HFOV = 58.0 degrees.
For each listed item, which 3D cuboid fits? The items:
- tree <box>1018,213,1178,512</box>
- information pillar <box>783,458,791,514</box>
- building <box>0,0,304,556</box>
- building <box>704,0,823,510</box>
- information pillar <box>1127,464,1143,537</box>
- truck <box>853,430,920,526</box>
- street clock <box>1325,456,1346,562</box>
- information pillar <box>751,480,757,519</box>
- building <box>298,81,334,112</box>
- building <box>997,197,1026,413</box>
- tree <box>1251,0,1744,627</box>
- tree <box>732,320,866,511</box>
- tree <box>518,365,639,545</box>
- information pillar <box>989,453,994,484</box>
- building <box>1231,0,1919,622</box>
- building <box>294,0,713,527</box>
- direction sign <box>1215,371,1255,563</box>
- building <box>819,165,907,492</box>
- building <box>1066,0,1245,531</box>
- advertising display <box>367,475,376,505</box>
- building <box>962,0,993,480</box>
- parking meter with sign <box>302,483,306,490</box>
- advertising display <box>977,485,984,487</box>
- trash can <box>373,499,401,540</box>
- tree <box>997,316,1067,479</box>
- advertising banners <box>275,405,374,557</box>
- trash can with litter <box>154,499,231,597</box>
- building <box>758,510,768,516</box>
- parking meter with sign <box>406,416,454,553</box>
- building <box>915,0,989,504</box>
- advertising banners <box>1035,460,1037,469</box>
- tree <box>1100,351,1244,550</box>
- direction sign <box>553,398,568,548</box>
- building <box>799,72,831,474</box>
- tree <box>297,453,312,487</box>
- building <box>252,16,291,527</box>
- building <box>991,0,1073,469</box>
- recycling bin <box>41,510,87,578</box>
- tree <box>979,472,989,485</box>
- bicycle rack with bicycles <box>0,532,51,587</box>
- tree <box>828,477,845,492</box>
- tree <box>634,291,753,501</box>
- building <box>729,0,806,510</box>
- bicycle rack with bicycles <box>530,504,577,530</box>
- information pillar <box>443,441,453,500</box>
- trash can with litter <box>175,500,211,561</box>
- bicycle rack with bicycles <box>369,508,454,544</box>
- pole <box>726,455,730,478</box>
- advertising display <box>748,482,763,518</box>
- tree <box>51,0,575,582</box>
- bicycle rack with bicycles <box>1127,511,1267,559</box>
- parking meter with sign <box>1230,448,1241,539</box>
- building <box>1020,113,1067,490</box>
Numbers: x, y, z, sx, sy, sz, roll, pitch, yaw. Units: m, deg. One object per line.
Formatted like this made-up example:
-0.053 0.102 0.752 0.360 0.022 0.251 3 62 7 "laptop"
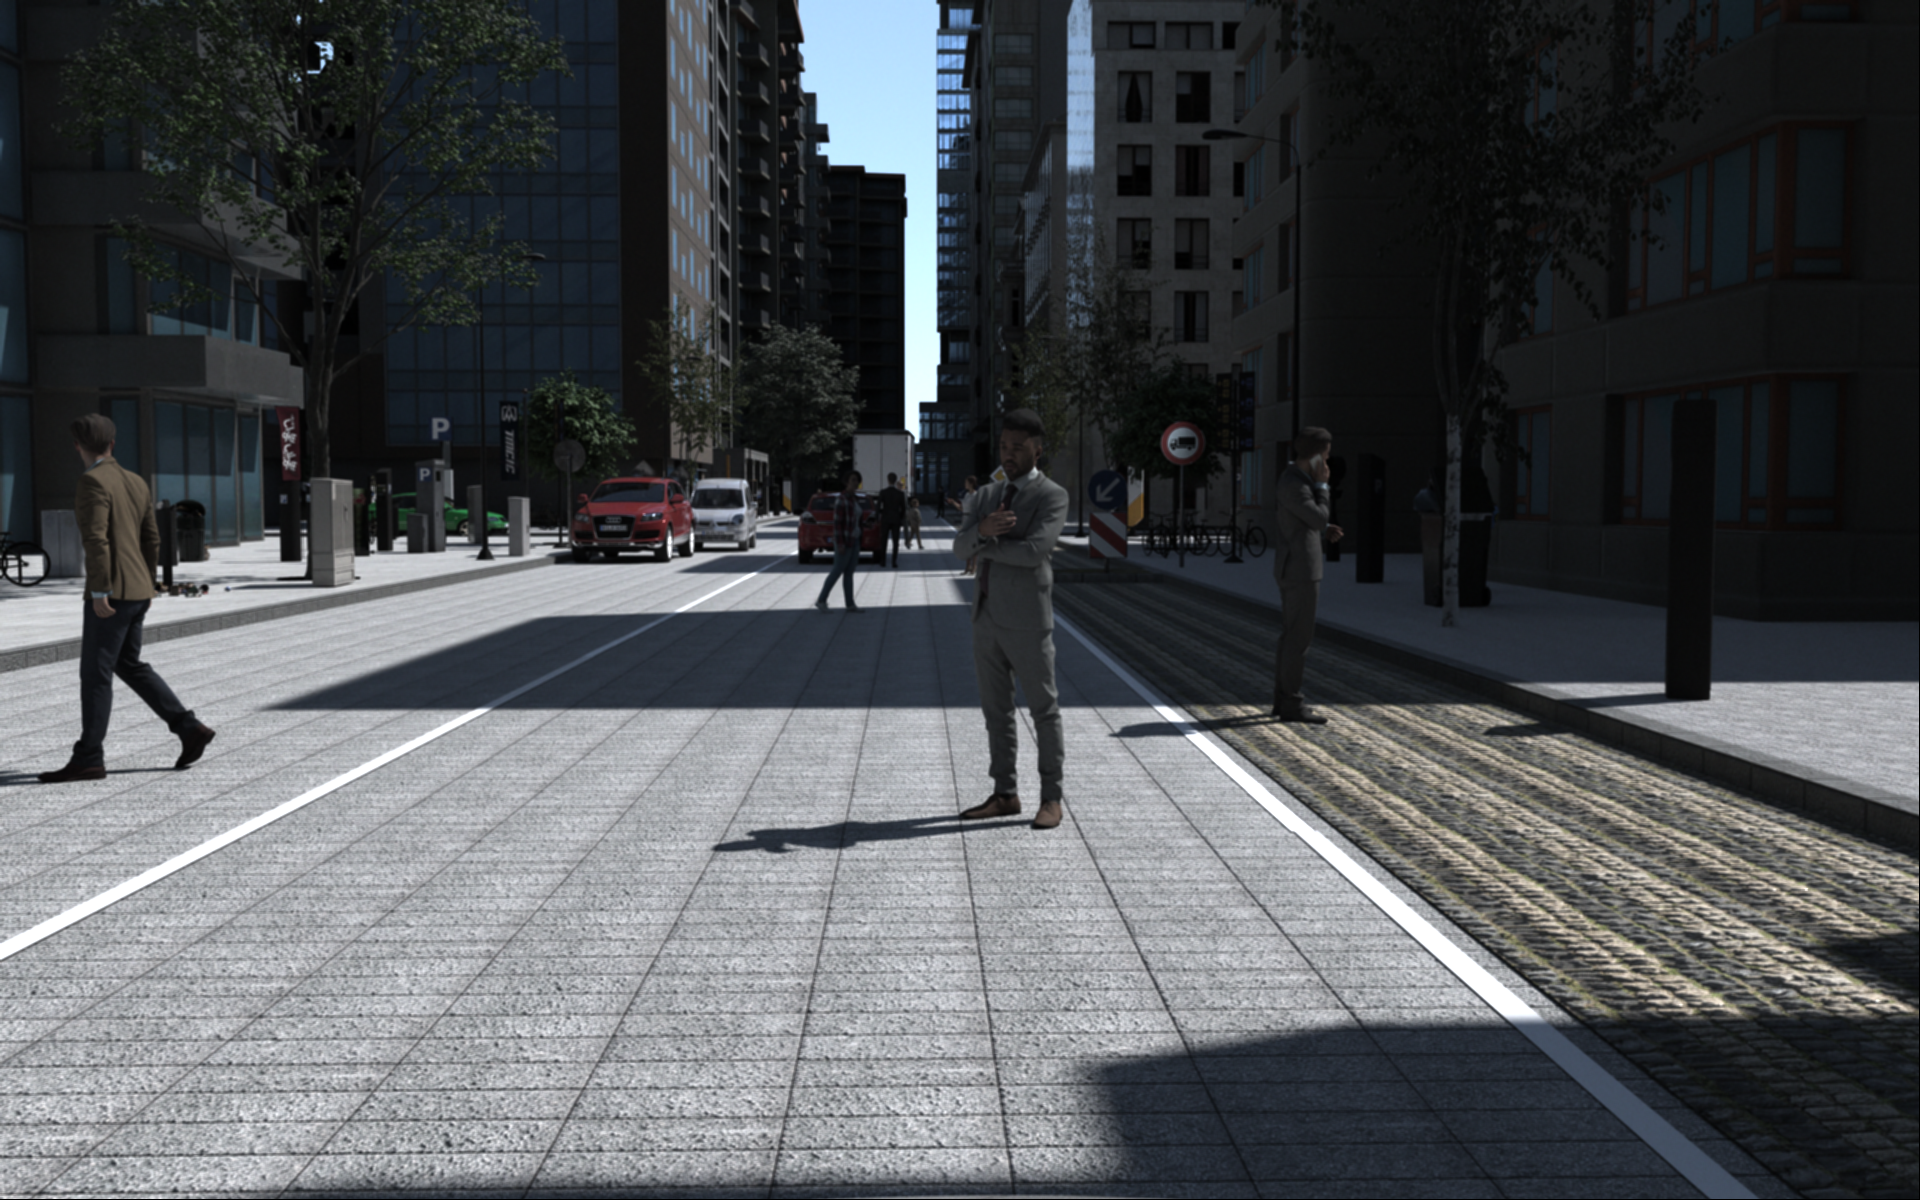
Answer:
3.788 -5.783 44.909 4.360 8.622 3.978 0 3 0 "tree"
-10.973 -7.250 109.895 0.504 3.616 0.183 1 4 11 "information pillar"
-31.489 -25.467 35.993 30.456 49.044 23.786 0 4 -2 "building"
-24.232 -44.857 171.660 20.563 71.187 20.611 0 4 -2 "building"
5.231 -3.690 51.690 0.504 3.616 0.183 2 4 32 "information pillar"
-3.408 -5.638 81.094 2.839 4.237 11.283 0 4 0 "truck"
7.097 -1.732 32.896 0.358 2.002 0.471 -1 4 -22 "street clock"
-10.775 -5.237 90.117 0.304 2.012 0.304 2 4 32 "information pillar"
-74.231 -39.201 230.168 27.495 52.752 28.713 0 4 -2 "building"
9.810 -18.222 117.006 14.460 24.649 34.723 0 4 -2 "building"
4.983 -4.042 16.456 4.360 8.622 3.978 0 3 0 "tree"
-12.027 -13.509 127.527 9.857 13.997 8.962 0 3 0 "tree"
-9.902 -3.698 44.168 4.285 4.588 4.351 0 3 0 "tree"
1.798 -6.596 99.202 0.183 3.616 0.504 2 4 24 "information pillar"
21.428 -11.404 31.491 27.650 21.520 28.899 0 4 -2 "building"
-18.407 -25.895 73.491 14.600 45.320 14.200 0 4 -2 "building"
5.126 -2.467 32.333 0.379 3.537 0.876 -3 5 -44 "direction sign"
-21.365 -35.092 228.376 28.867 44.769 22.147 0 4 -2 "building"
12.853 -12.850 64.848 16.860 20.320 10.420 0 4 -2 "building"
-19.413 -3.219 57.845 0.123 1.923 0.974 1 4 19 "advertising display"
14.906 -37.050 195.011 28.713 52.752 27.495 0 4 -2 "building"
-44.517 -7.451 118.084 1.738 3.016 0.543 0 4 -4 "parking meter with sign"
1.425 -6.989 119.478 0.123 1.923 0.974 2 4 29 "advertising display"
-16.053 -2.257 48.561 0.748 1.137 0.748 0 3 0 "trash can"
3.694 -7.488 72.789 4.737 8.622 4.395 0 3 0 "tree"
-12.832 -2.374 35.004 0.090 3.025 2.074 3 5 40 "advertising banners"
-10.288 -0.688 22.309 1.678 1.210 2.233 -2 4 -31 "trash can with litter"
-21.883 -40.463 99.824 20.563 71.187 20.611 0 4 -2 "building"
-11.695 -2.562 38.152 0.543 3.016 1.738 0 4 3 "parking meter with sign"
8.542 -56.011 228.457 31.000 86.520 22.319 0 4 -2 "building"
2.855 -3.997 61.544 0.090 3.025 2.074 -1 4 -12 "advertising banners"
5.030 -3.436 39.900 4.285 4.588 4.351 0 3 0 "tree"
-9.497 -3.003 41.093 0.379 3.537 0.876 -2 4 -27 "direction sign"
-30.134 -35.263 196.152 30.456 49.044 23.786 0 4 -2 "building"
-35.378 -6.530 90.478 4.285 4.588 4.351 0 3 0 "tree"
-33.549 -25.371 64.932 14.200 45.320 14.600 0 4 -2 "building"
9.521 -28.250 145.486 14.154 41.232 14.086 0 4 -2 "building"
-13.628 -0.868 26.753 0.722 1.027 0.722 1 4 15 "recycling bin"
2.389 -8.741 137.508 1.663 3.219 1.824 0 3 0 "tree"
-14.122 -0.645 23.931 2.925 0.926 2.852 -1 4 -10 "bicycle rack with bicycles"
-13.674 -12.001 190.824 1.663 3.219 1.824 0 3 0 "tree"
-9.854 -6.938 63.798 4.737 8.622 4.395 0 3 0 "tree"
-24.616 -30.137 147.366 22.147 44.769 28.867 0 4 -2 "building"
-14.968 -3.022 62.797 2.925 0.926 2.852 2 4 30 "bicycle rack with bicycles"
-17.389 -4.124 58.782 0.504 3.616 0.183 2 4 33 "information pillar"
-14.665 -1.322 33.006 0.624 1.170 1.055 -1 4 -14 "trash can with litter"
-14.416 -1.924 44.841 2.852 0.926 2.925 -1 4 -15 "bicycle rack with bicycles"
-12.082 -5.898 90.270 0.158 3.312 0.155 0 3 0 "pole"
-10.875 -5.280 91.535 0.974 1.923 0.123 1 4 17 "advertising display"
-9.415 -6.096 25.419 9.928 11.665 9.643 0 3 0 "tree"
4.601 -1.373 35.830 2.852 0.926 2.925 -1 4 -23 "bicycle rack with bicycles"
7.779 -3.167 48.048 0.543 3.016 1.738 1 4 18 "parking meter with sign"
8.543 -14.716 89.754 9.793 20.994 18.267 0 4 -2 "building"
